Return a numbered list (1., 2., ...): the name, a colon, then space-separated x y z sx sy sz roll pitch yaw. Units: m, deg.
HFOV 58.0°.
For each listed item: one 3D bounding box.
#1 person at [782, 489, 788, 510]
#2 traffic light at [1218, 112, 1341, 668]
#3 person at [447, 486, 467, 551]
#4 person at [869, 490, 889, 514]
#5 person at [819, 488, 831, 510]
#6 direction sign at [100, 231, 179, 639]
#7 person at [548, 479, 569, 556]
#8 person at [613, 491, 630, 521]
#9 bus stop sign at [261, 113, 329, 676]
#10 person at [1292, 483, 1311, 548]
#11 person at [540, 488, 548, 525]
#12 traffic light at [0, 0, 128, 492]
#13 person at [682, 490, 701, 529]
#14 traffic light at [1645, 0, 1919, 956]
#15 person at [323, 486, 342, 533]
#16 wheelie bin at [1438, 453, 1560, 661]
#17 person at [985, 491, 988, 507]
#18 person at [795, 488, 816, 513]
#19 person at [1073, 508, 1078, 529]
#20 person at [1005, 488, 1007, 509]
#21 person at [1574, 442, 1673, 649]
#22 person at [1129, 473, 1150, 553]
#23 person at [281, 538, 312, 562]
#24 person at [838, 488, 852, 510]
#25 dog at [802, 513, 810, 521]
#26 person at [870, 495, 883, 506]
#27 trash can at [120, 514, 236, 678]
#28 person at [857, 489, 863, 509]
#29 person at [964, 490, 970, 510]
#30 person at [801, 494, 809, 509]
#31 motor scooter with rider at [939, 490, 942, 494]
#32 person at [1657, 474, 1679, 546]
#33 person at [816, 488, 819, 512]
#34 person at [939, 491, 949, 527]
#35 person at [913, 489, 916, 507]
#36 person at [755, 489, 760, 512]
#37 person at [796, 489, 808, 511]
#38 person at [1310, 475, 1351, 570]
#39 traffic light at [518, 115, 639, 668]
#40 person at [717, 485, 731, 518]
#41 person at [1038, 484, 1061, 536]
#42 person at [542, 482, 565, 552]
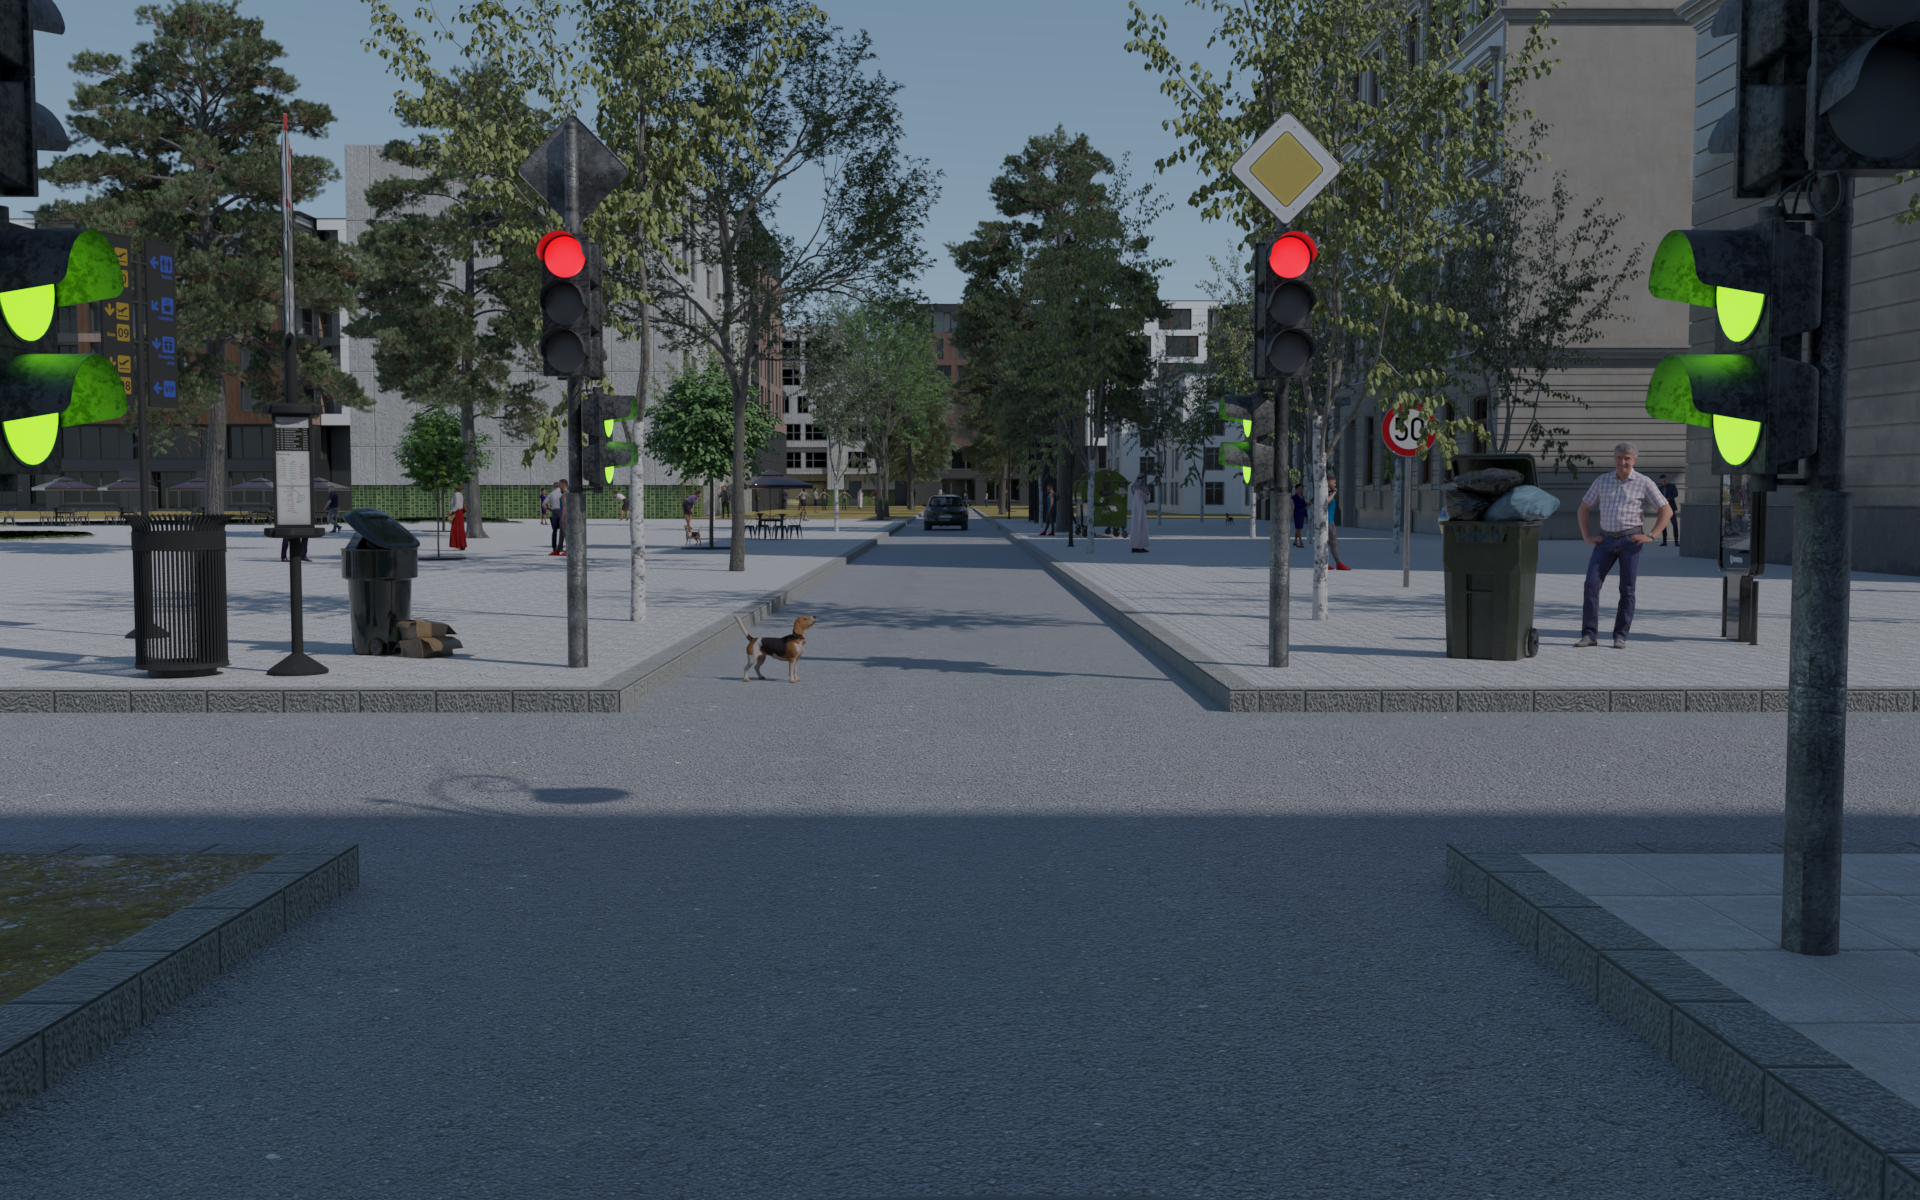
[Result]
1. person: -14.155 -8.176 140.170 0.683 1.767 0.568 2 4 30
2. traffic light: 2.348 -1.438 12.752 0.839 4.213 0.868 0 4 0
3. person: -11.364 -1.876 39.179 0.387 1.526 0.523 0 4 -1
4. person: -5.171 -6.349 109.805 1.348 1.831 0.705 -1 4 -20
5. person: -10.620 -7.910 136.086 1.217 1.735 0.721 -3 5 -42
6. direction sign: -7.265 -1.431 15.396 0.379 3.537 0.876 1 4 17
7. person: -8.204 -1.710 35.879 0.662 1.594 0.647 -1 4 -13
8. person: -16.291 -4.530 83.293 0.799 1.438 0.628 -1 4 -18
9. bus stop sign: -4.653 -1.428 12.054 0.416 3.939 0.855 -1 4 -21
10. person: 8.190 -2.012 41.306 0.546 1.535 0.453 2 4 31
11. person: -17.074 -3.861 71.548 0.546 1.535 0.453 0 4 -7
12. traffic light: -2.785 -0.947 4.733 0.839 4.213 0.868 0 4 0
13. person: -9.797 -3.303 63.283 0.697 1.427 0.421 0 4 -7
14. traffic light: 2.376 -0.949 4.767 0.839 4.213 0.868 0 4 0
15. person: -20.626 -2.982 57.005 0.471 1.553 0.569 3 4 37
16. wheelie bin: 4.173 -0.344 13.538 0.980 1.594 0.693 2 4 32
17. person: 2.468 -9.686 167.572 0.721 1.736 1.217 0 4 -1
18. person: -10.576 -6.708 116.513 1.217 1.735 0.721 -3 4 -39
19. person: 4.060 -3.348 63.320 0.613 1.512 0.480 2 4 27
20. person: 4.004 -8.920 151.900 0.705 1.823 1.348 -2 4 -27
21. person: 5.477 -0.454 14.412 0.756 1.711 0.436 3 5 44
22. person: 3.954 -1.903 37.826 0.621 1.740 0.551 -2 4 -27
23. person: -12.535 -1.499 32.760 0.590 1.554 0.614 0 4 5
24. person: -9.080 -7.917 136.211 1.217 1.735 0.721 -1 4 -21
25. dog: -7.277 -3.953 82.370 0.550 0.427 0.748 2 4 31
26. person: -6.273 -7.402 130.287 0.991 1.433 0.599 -1 4 -13
27. trash can: -5.509 -0.036 12.242 0.748 1.137 0.748 0 3 0
28. person: -8.703 -8.835 151.164 0.551 1.740 0.621 0 4 2
29. person: 0.559 -8.919 154.408 0.705 1.814 1.350 1 4 17
30. person: -13.842 -8.996 153.119 0.705 1.826 1.348 2 4 35
31. motor scooter with rider: -1.253 -6.647 117.635 0.876 1.779 1.986 0 4 1
32. person: 17.344 -2.201 42.479 0.683 1.767 0.568 3 5 39
33. person: -9.964 -6.969 120.777 0.721 1.735 1.217 0 4 3
34. person: -0.701 -3.982 75.557 0.963 1.587 0.435 -1 4 -11
35. person: -4.252 -9.229 157.451 0.721 1.766 1.217 0 4 -2
36. person: -14.148 -7.044 121.237 0.705 1.821 1.348 0 4 -5
37. person: -12.104 -7.717 132.769 0.990 1.755 0.434 -2 4 -29
38. person: 6.235 -1.298 29.129 0.662 1.594 0.647 0 4 0
39. traffic light: -2.813 -1.436 12.718 0.839 4.213 0.868 0 4 0
40. person: -12.555 -5.235 92.158 0.617 1.759 0.750 1 4 15
41. person: 2.761 -2.779 53.355 0.662 1.594 0.647 0 4 -6
42. person: -8.957 -1.845 38.429 0.614 1.554 0.590 0 4 -4
